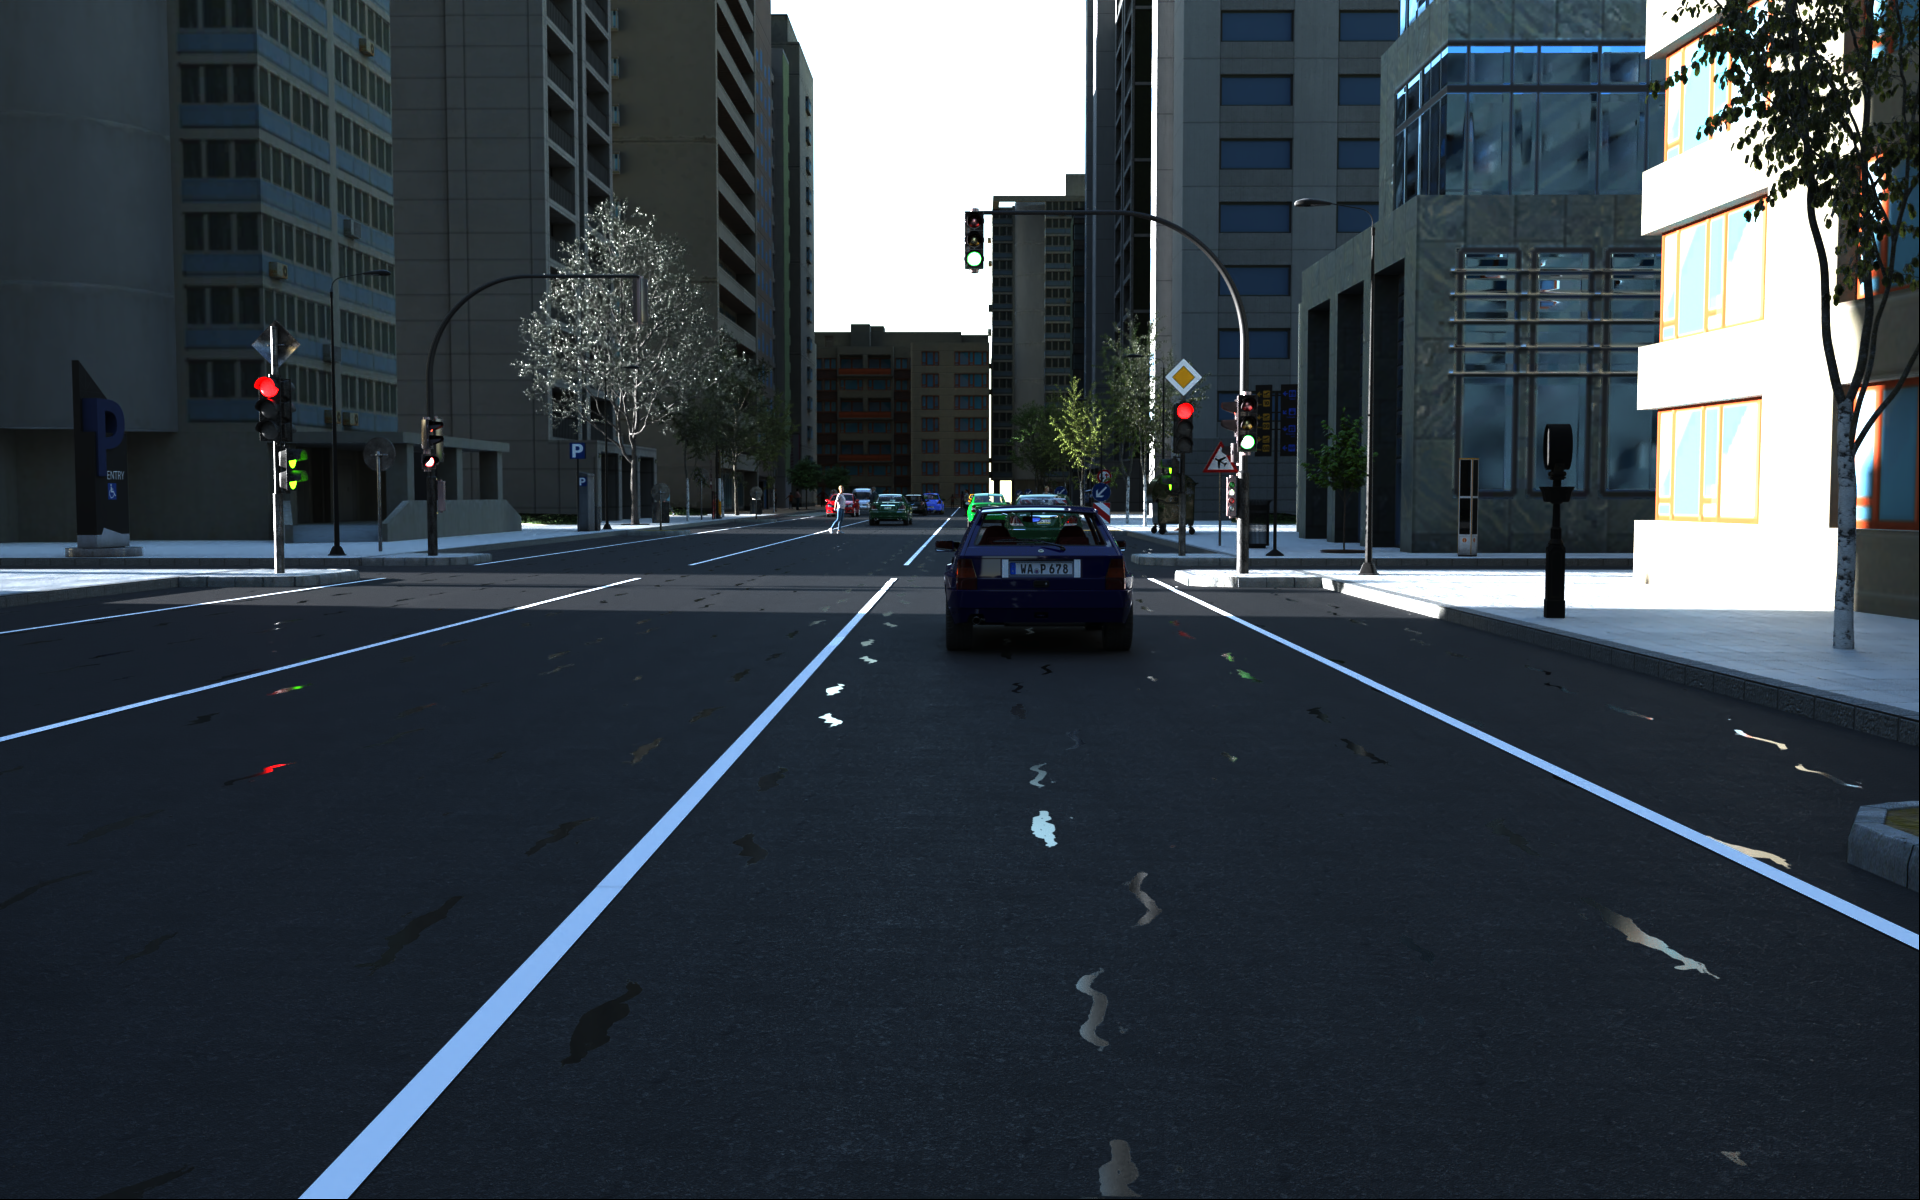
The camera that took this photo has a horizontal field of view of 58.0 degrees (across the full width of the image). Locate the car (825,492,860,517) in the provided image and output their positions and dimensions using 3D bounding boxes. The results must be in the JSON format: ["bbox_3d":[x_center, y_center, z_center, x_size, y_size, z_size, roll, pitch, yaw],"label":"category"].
[{"bbox_3d":[-7.362,-6.117,109.058,2.155,1.783,4.494,0,4,2],"label":"car"}]

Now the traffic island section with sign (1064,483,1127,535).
[{"bbox_3d":[4.805,-3.198,60.918,1.989,1.847,2.006,0,4,0],"label":"traffic island section with sign"}]

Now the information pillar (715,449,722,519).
[{"bbox_3d":[-12.695,-6.093,90.974,0.183,3.616,0.504,-2,4,-34],"label":"information pillar"}]

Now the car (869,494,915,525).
[{"bbox_3d":[-3.202,-4.209,80.621,2.131,1.459,4.920,0,4,2],"label":"car"}]

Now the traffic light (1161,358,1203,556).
[{"bbox_3d":[4.594,-2.872,35.883,0.839,4.253,0.868,0,4,0],"label":"traffic light"}]

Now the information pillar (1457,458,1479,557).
[{"bbox_3d":[10.435,-1.900,35.559,0.304,2.012,0.304,3,5,42],"label":"information pillar"}]

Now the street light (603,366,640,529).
[{"bbox_3d":[-12.270,-5.515,62.714,1.470,5.913,1.316,0,4,0],"label":"street light"}]

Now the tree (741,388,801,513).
[{"bbox_3d":[-13.045,-10.306,118.868,4.737,8.622,4.395,0,3,0],"label":"tree"}]

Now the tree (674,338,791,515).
[{"bbox_3d":[-13.792,-10.390,104.282,7.601,10.594,8.767,-2,4,-27],"label":"tree"}]

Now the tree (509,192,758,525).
[{"bbox_3d":[-13.652,-9.859,71.565,12.009,13.543,11.850,0,3,0],"label":"tree"}]

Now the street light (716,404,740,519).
[{"bbox_3d":[-12.009,-7.144,89.341,1.470,5.913,1.316,0,4,0],"label":"street light"}]

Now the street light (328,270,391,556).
[{"bbox_3d":[-12.480,-3.882,36.016,1.470,5.913,1.316,0,4,0],"label":"street light"}]

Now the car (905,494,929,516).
[{"bbox_3d":[-3.059,-6.451,115.267,2.009,1.686,4.222,0,4,0],"label":"car"}]

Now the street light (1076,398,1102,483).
[{"bbox_3d":[6.345,-6.829,84.198,1.470,5.913,1.316,0,4,0],"label":"street light"}]

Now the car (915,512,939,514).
[{"bbox_3d":[-2.451,-7.052,127.885,1.945,1.354,3.894,0,4,1],"label":"car"}]

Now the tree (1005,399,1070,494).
[{"bbox_3d":[8.700,-16.084,188.733,9.928,11.665,9.643,0,3,0],"label":"tree"}]

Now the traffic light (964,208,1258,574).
[{"bbox_3d":[2.447,-3.248,27.771,4.771,5.953,1.251,0,4,0],"label":"traffic light"}]

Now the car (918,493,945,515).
[{"bbox_3d":[-2.018,-6.885,122.164,1.945,1.707,3.694,0,4,2],"label":"car"}]

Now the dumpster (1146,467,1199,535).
[{"bbox_3d":[6.812,-3.243,55.520,1.502,2.255,1.985,0,4,0],"label":"dumpster"}]

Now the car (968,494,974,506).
[{"bbox_3d":[1.681,-10.793,186.685,2.015,1.641,3.980,0,4,1],"label":"car"}]

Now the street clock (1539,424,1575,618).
[{"bbox_3d":[6.174,-0.817,17.933,0.358,2.002,0.471,1,4,10],"label":"street clock"}]

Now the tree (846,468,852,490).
[{"bbox_3d":[-12.875,-12.125,181.964,4.285,4.588,4.351,0,3,0],"label":"tree"}]

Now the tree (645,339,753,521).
[{"bbox_3d":[-12.499,-7.979,80.814,4.360,8.622,3.978,0,3,0],"label":"tree"}]

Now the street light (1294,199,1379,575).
[{"bbox_3d":[5.957,-3.355,27.391,1.470,5.913,1.316,0,4,0],"label":"street light"}]

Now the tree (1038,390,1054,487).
[{"bbox_3d":[7.469,-9.531,106.188,4.737,8.622,4.395,0,3,0],"label":"tree"}]

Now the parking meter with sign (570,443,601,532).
[{"bbox_3d":[-12.869,-3.878,59.664,0.543,3.016,1.738,0,4,7],"label":"parking meter with sign"}]

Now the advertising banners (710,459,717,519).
[{"bbox_3d":[-12.509,-5.599,87.735,0.090,3.025,2.074,0,4,0],"label":"advertising banners"}]

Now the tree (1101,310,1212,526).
[{"bbox_3d":[7.578,-7.253,68.949,4.360,8.622,3.978,0,3,0],"label":"tree"}]

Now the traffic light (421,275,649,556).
[{"bbox_3d":[-8.875,-3.751,35.994,4.771,5.953,1.251,0,4,0],"label":"traffic light"}]

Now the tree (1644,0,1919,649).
[{"bbox_3d":[7.321,-3.885,13.882,4.360,8.622,3.978,0,3,0],"label":"tree"}]

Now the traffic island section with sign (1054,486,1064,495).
[{"bbox_3d":[4.998,-4.880,88.415,1.989,1.847,2.006,0,4,0],"label":"traffic island section with sign"}]

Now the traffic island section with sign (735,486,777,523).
[{"bbox_3d":[-10.326,-4.846,87.867,1.989,1.847,2.006,0,4,0],"label":"traffic island section with sign"}]

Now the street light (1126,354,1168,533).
[{"bbox_3d":[6.217,-5.201,57.570,1.470,5.913,1.316,0,4,0],"label":"street light"}]

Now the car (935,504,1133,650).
[{"bbox_3d":[0.721,-0.283,17.209,1.945,1.354,3.894,0,3,0],"label":"car"}]

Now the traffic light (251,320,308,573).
[{"bbox_3d":[-11.021,-2.389,27.988,0.839,4.253,0.868,0,4,0],"label":"traffic light"}]

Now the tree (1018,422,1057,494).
[{"bbox_3d":[7.904,-13.659,173.682,4.360,8.622,3.978,0,3,0],"label":"tree"}]

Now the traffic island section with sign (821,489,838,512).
[{"bbox_3d":[-9.987,-7.904,137.863,1.989,1.847,2.006,0,4,0],"label":"traffic island section with sign"}]

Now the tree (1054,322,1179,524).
[{"bbox_3d":[7.452,-7.649,75.421,4.737,8.622,4.395,0,3,0],"label":"tree"}]

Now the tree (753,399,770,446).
[{"bbox_3d":[-12.903,-8.864,95.284,4.360,8.622,3.978,0,3,0],"label":"tree"}]

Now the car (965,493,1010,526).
[{"bbox_3d":[1.199,-3.992,74.065,1.959,1.807,4.718,0,4,0],"label":"car"}]

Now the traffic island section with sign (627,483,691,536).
[{"bbox_3d":[-10.521,-3.185,60.709,1.989,1.847,2.006,0,4,0],"label":"traffic island section with sign"}]

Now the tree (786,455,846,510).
[{"bbox_3d":[-12.536,-9.694,142.208,4.285,4.588,4.351,0,3,0],"label":"tree"}]

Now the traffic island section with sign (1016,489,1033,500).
[{"bbox_3d":[5.340,-7.933,138.335,1.989,1.847,2.006,0,4,0],"label":"traffic island section with sign"}]

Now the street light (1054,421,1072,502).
[{"bbox_3d":[6.555,-8.458,110.826,1.470,5.913,1.316,0,4,0],"label":"street light"}]

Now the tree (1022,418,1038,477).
[{"bbox_3d":[7.119,-10.293,118.646,4.737,8.622,4.395,0,3,0],"label":"tree"}]

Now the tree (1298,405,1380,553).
[{"bbox_3d":[8.459,-2.656,38.027,1.663,3.219,1.824,0,3,0],"label":"tree"}]

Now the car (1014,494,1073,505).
[{"bbox_3d":[2.007,-1.839,41.870,2.131,1.459,4.920,0,4,2],"label":"car"}]

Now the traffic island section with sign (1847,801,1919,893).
[{"bbox_3d":[4.440,0.145,6.251,1.989,1.847,2.006,0,4,0],"label":"traffic island section with sign"}]
